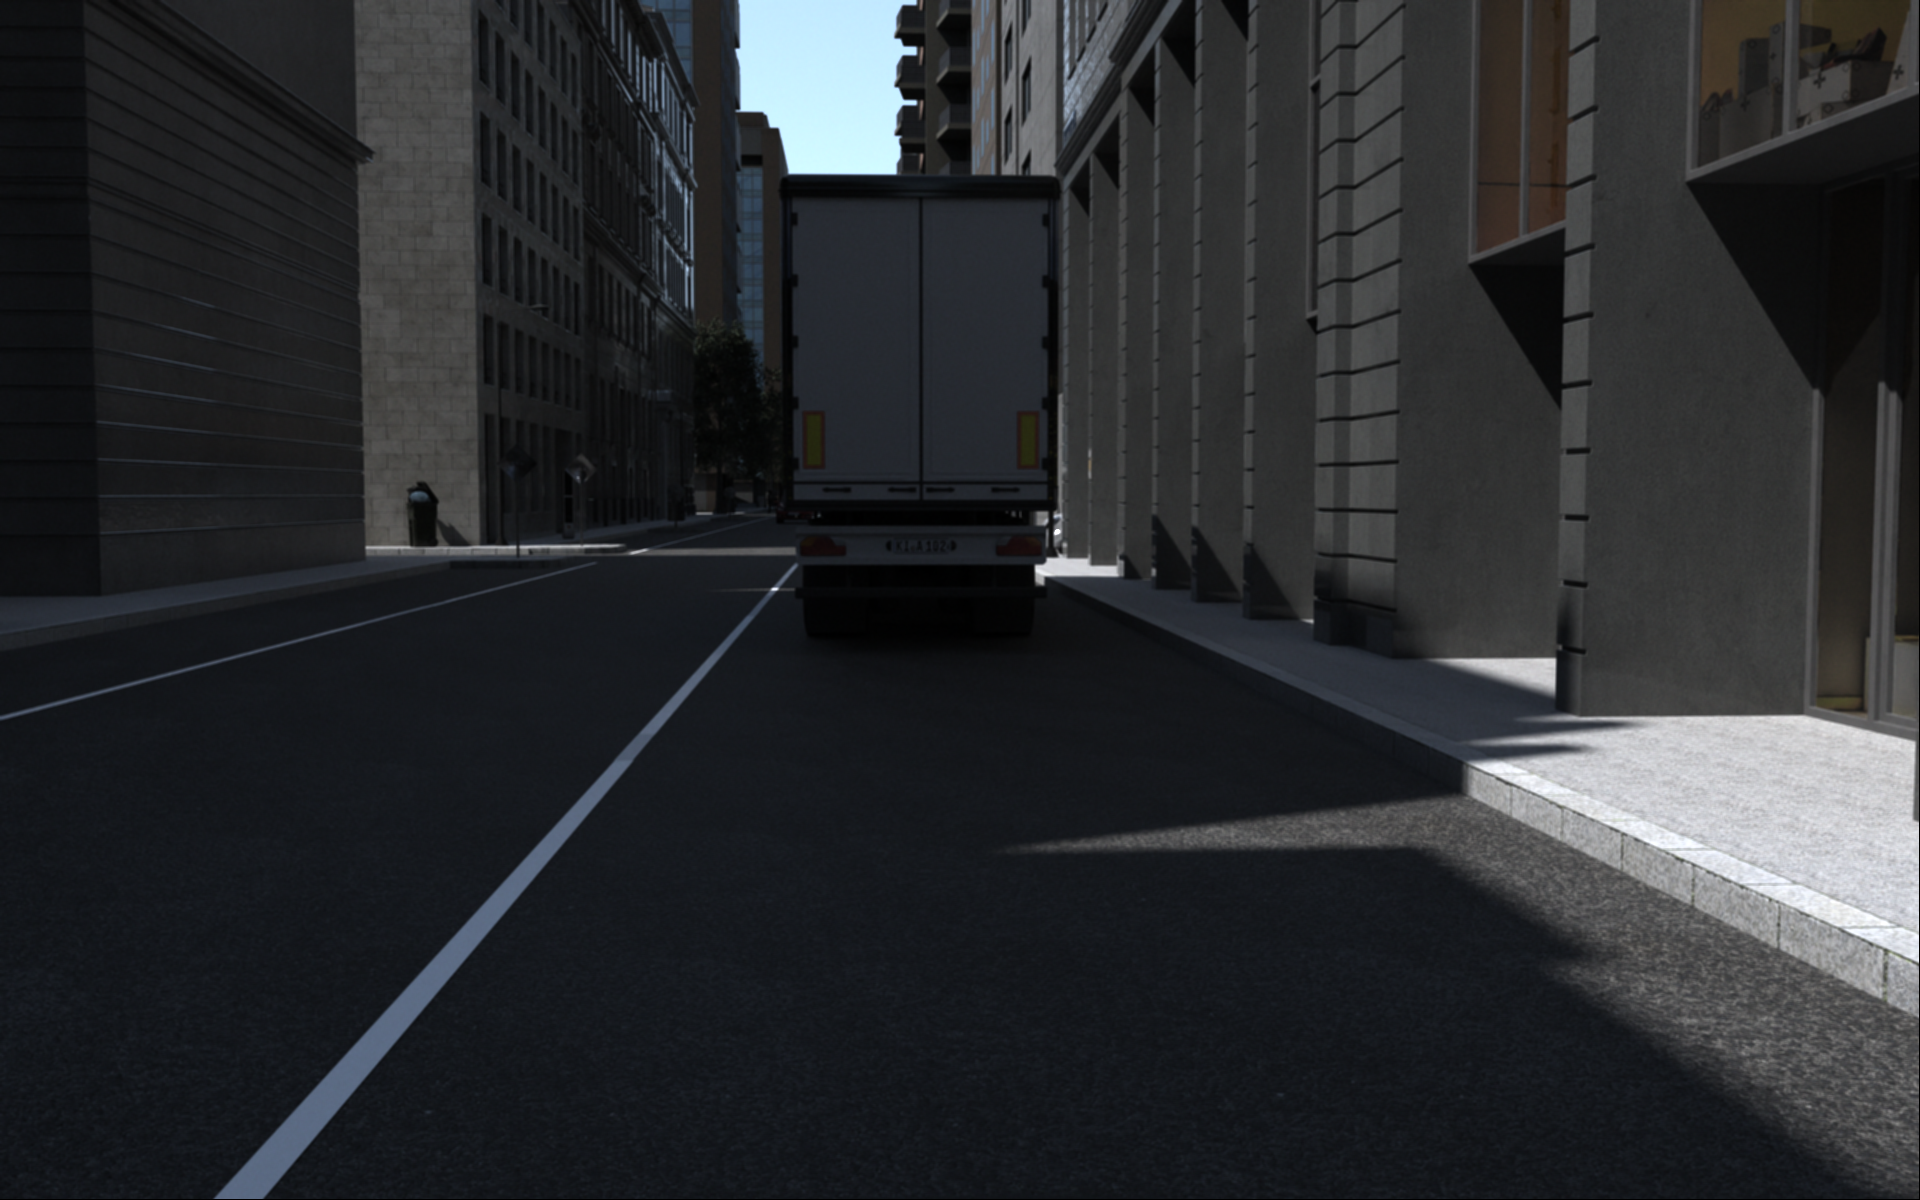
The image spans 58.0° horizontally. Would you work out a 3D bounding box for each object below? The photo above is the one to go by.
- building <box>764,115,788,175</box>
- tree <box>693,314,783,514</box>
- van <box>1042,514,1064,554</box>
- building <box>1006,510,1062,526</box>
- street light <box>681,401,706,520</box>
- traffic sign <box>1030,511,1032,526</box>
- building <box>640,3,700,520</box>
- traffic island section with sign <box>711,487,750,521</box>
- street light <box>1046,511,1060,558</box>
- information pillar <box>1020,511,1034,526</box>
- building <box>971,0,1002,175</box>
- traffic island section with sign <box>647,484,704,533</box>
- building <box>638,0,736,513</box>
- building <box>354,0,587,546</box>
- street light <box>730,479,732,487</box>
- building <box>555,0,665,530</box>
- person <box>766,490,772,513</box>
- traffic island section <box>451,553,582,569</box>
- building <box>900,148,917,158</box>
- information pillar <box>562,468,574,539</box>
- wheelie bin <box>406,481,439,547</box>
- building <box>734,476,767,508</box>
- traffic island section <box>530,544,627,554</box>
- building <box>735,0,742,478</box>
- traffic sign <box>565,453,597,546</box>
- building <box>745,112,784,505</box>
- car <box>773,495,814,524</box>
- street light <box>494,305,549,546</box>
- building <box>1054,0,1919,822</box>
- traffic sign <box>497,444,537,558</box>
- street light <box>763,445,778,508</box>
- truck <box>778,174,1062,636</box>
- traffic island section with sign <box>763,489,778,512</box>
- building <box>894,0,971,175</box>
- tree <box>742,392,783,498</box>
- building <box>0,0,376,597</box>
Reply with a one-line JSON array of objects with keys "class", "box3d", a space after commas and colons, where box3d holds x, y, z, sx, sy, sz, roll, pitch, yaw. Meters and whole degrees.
[{"class": "building", "box3d": [-33.220, -36.741, 224.420, 21.300, 48.544, 21.600, 0, 4, -3]}, {"class": "tree", "box3d": [-15.377, -11.832, 110.456, 9.611, 12.733, 9.660, 0, 3, 0]}, {"class": "van", "box3d": [3.802, -1.920, 38.411, 4.112, 2.044, 2.013, 0, 4, -2]}, {"class": "building", "box3d": [12.206, -37.423, 50.112, 20.611, 71.187, 20.563, 0, 4, -3]}, {"class": "street light", "box3d": [-13.287, -6.946, 86.107, 1.470, 5.913, 1.316, 0, 4, -3]}, {"class": "traffic sign", "box3d": [1.437, -1.929, 35.175, 0.795, 2.450, 0.064, 0, 4, -3]}, {"class": "building", "box3d": [-21.544, -18.812, 93.483, 13.634, 28.700, 20.117, 0, 4, -3]}, {"class": "traffic island section with sign", "box3d": [-12.246, -5.124, 92.405, 1.989, 1.847, 2.006, 0, 4, -3]}, {"class": "street light", "box3d": [1.297, -3.810, 34.830, 1.470, 5.913, 1.316, 0, 4, -3]}, {"class": "information pillar", "box3d": [1.636, -2.317, 42.369, 0.304, 2.012, 0.304, 1, 4, 16]}, {"class": "building", "box3d": [7.821, -25.779, 71.603, 14.600, 45.320, 14.200, 0, 4, -3]}, {"class": "traffic island section with sign", "box3d": [-10.659, -3.456, 65.129, 1.989, 1.847, 2.006, 0, 4, -3]}, {"class": "building", "box3d": [-23.375, -28.954, 123.508, 14.600, 45.320, 14.200, 0, 4, -3]}, {"class": "building", "box3d": [-17.492, -11.949, 50.115, 10.420, 20.320, 16.860, 0, 4, -3]}, {"class": "street light", "box3d": [-15.236, -8.971, 119.211, 1.470, 5.913, 1.316, 0, 4, -3]}, {"class": "building", "box3d": [-19.656, -16.744, 71.028, 12.463, 27.353, 25.104, 0, 4, -3]}, {"class": "person", "box3d": [-14.359, -7.371, 129.731, 0.721, 1.735, 1.217, 0, 4, 2]}, {"class": "traffic island section", "box3d": [-8.864, -0.757, 34.658, 2.009, 0.180, 2.903, 0, 4, -3]}, {"class": "building", "box3d": [3.432, -36.651, 218.846, 23.786, 49.044, 30.456, 0, 4, -3]}, {"class": "information pillar", "box3d": [-11.229, -2.759, 49.609, 0.304, 2.012, 0.304, -1, 4, -20]}, {"class": "wheelie bin", "box3d": [-13.014, -2.079, 41.892, 0.693, 1.594, 0.980, -2, 4, -32]}, {"class": "building", "box3d": [-35.629, -29.230, 169.790, 32.217, 40.220, 23.993, 0, 4, -3]}, {"class": "traffic island section", "box3d": [-9.329, -1.245, 42.630, 2.009, 0.180, 2.903, 0, 4, -3]}, {"class": "building", "box3d": [-32.323, -33.906, 143.605, 28.713, 52.752, 27.495, 0, 4, -3]}, {"class": "traffic sign", "box3d": [-9.306, -2.381, 42.569, 0.795, 2.450, 0.064, 0, 4, -3]}, {"class": "building", "box3d": [-28.108, -34.056, 206.919, 14.600, 45.320, 14.200, 0, 4, -3]}, {"class": "car", "box3d": [-8.124, -4.684, 85.625, 2.155, 1.783, 4.494, 0, 4, -3]}, {"class": "street light", "box3d": [-10.791, -4.290, 42.678, 1.470, 5.913, 1.316, 0, 4, -3]}, {"class": "building", "box3d": [8.311, -14.835, 20.042, 11.434, 29.767, 29.804, 0, 4, -3]}, {"class": "traffic sign", "box3d": [-8.841, -1.893, 34.598, 0.795, 2.450, 0.064, 0, 4, -3]}, {"class": "street light", "box3d": [-17.878, -11.693, 163.715, 1.470, 5.913, 1.316, 0, 4, -3]}, {"class": "truck", "box3d": [-0.527, -1.952, 20.827, 2.839, 4.237, 11.283, 0, 4, -2]}, {"class": "traffic island section with sign", "box3d": [-15.133, -8.141, 141.740, 1.989, 1.847, 2.006, 0, 4, -3]}, {"class": "building", "box3d": [7.253, -27.471, 103.778, 22.147, 44.769, 28.867, 0, 4, -3]}, {"class": "tree", "box3d": [-21.230, -16.791, 192.655, 7.486, 12.596, 7.792, 0, 3, 0]}, {"class": "building", "box3d": [-22.642, -11.280, 26.231, 24.055, 21.916, 13.314, 0, 4, -3]}]
